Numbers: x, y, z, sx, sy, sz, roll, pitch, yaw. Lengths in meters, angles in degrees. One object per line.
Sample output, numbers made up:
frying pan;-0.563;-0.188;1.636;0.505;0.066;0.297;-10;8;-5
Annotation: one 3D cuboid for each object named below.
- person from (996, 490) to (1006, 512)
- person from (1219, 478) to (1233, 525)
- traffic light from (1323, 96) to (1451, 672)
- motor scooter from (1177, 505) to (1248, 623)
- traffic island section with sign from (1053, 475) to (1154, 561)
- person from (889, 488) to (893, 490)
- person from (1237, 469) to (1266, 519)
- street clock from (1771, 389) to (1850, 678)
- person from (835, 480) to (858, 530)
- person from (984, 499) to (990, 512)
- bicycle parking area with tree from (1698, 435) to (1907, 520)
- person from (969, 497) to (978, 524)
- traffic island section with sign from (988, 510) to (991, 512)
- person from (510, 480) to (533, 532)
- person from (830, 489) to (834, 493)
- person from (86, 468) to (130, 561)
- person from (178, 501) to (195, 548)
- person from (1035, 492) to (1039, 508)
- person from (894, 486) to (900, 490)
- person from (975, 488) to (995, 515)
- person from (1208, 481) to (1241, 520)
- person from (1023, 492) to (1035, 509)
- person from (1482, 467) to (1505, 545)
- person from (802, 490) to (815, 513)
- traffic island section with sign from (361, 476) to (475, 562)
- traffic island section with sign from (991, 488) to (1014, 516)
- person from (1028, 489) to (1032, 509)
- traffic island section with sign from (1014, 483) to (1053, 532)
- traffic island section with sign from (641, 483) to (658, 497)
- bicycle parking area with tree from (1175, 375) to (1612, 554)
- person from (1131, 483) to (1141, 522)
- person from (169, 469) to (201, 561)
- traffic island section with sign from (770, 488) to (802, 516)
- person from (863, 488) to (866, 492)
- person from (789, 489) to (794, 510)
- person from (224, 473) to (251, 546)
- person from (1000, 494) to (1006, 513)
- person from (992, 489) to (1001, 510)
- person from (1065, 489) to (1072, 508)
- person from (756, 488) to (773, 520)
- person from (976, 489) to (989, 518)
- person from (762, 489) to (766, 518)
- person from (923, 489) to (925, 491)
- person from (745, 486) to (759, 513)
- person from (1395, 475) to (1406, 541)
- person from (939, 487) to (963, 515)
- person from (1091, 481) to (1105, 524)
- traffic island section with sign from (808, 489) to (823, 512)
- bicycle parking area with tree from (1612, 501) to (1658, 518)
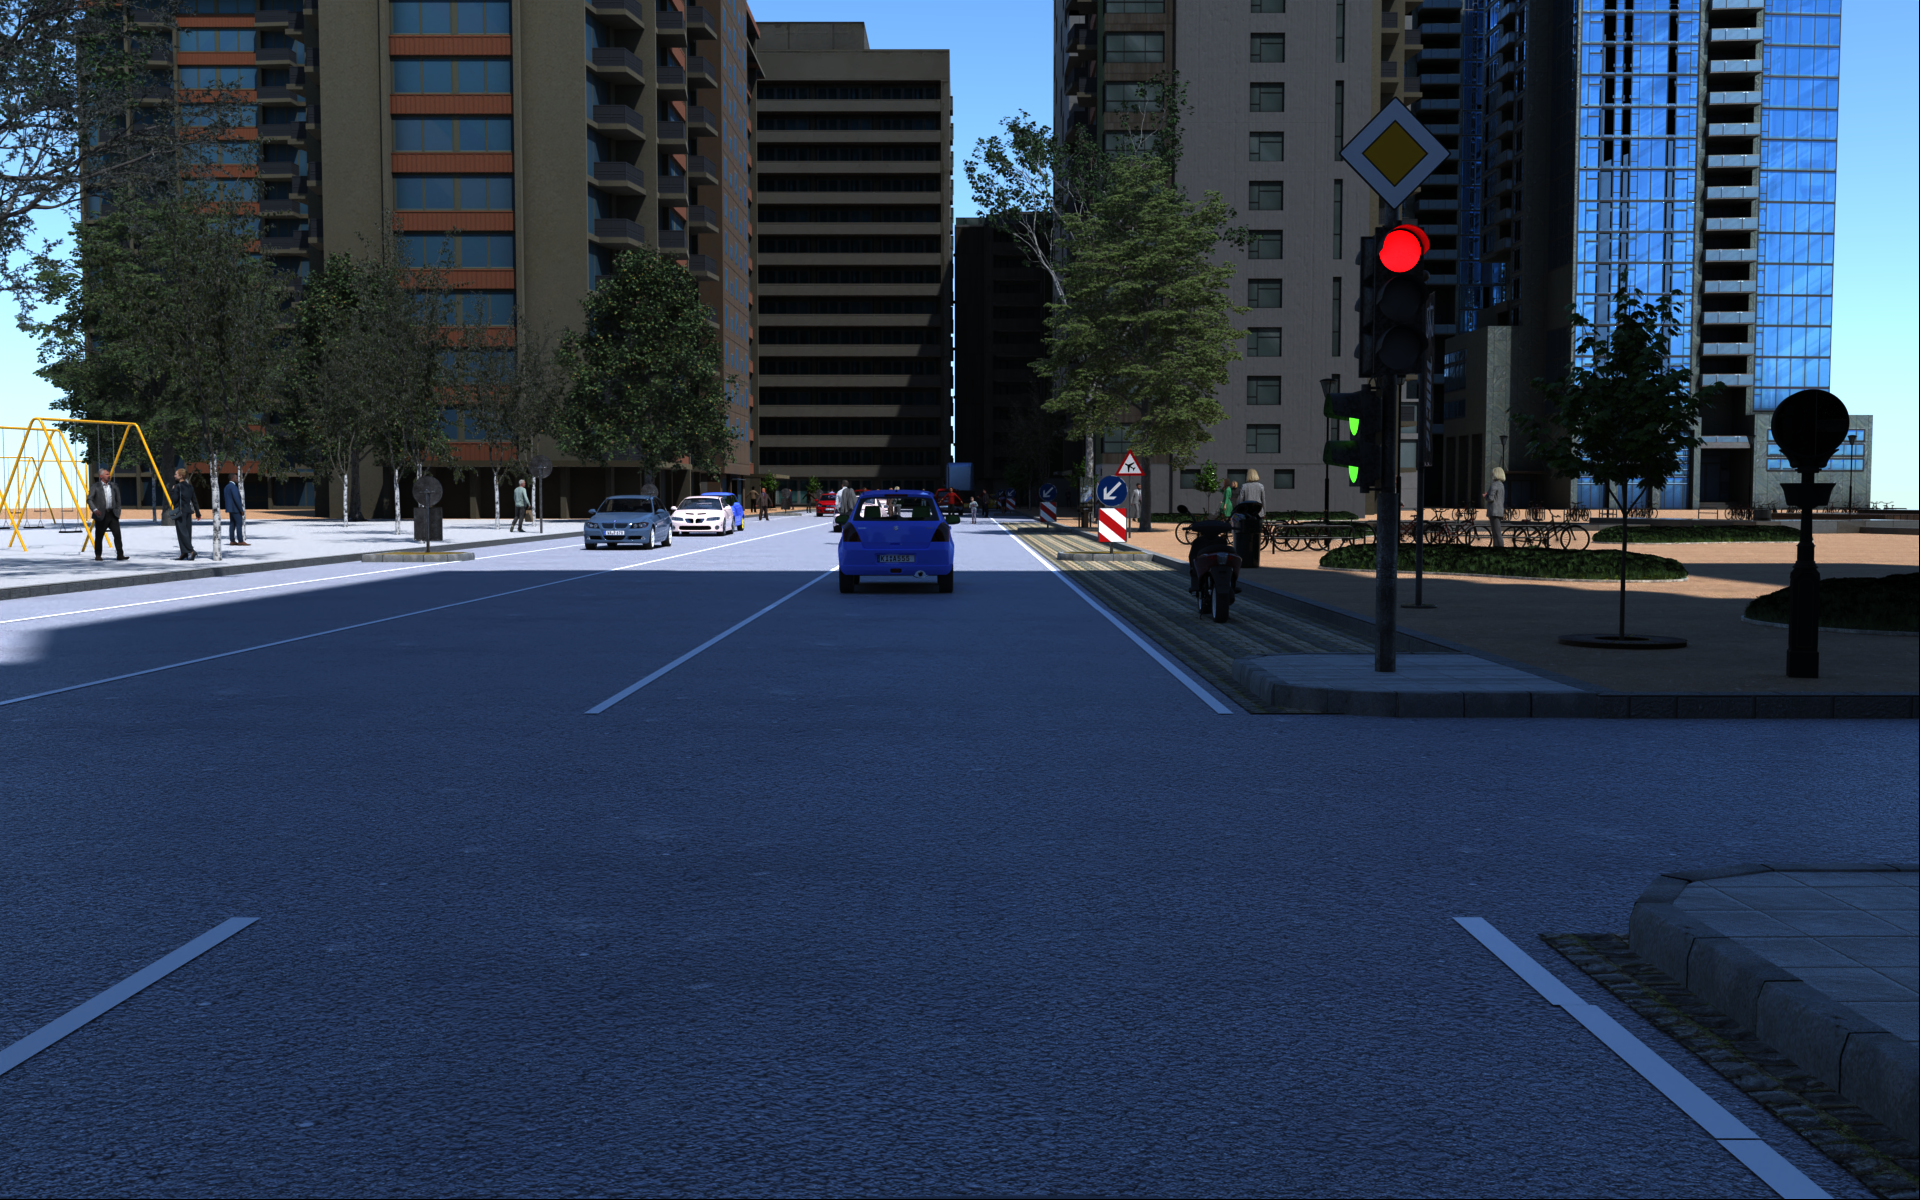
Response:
person;3.448;-7.691;135.076;1.217;1.723;0.721;0;4;7
person;8.794;-3.100;56.978;0.529;1.795;0.600;0;4;3
traffic light;3.061;-1.438;12.428;0.839;4.253;0.868;0;3;0
motor scooter;2.905;-0.432;19.842;0.815;1.314;1.986;0;4;2
traffic island section with sign;3.137;-1.777;37.690;1.989;1.847;2.006;0;3;0
person;-3.834;-5.226;94.490;0.434;1.755;0.990;1;4;19
person;5.928;-1.794;35.563;0.709;1.800;0.728;0;4;5
street clock;5.913;-0.461;12.100;0.471;2.002;0.358;1;4;20
person;-3.184;-2.469;48.969;0.679;1.850;0.850;0;4;3
person;2.069;-7.639;136.584;0.628;1.438;0.799;0;4;-6
bicycle parking area with tree;40.791;-5.927;83.916;8.231;4.147;9.016;0;4;7
person;0.661;-4.309;83.223;0.425;1.301;0.394;0;4;-5
traffic island section with sign;3.255;-8.156;141.971;1.989;1.847;2.006;0;3;0
person;-14.724;-3.160;58.190;0.782;1.767;0.515;2;4;33
person;-9.944;-7.745;134.999;0.709;1.838;0.599;0;4;6
person;-16.347;-1.639;33.246;0.834;1.777;0.661;2;4;31
person;-18.616;-2.013;41.556;0.503;1.515;0.523;-2;4;-24
person;6.982;-9.128;158.505;0.599;1.433;0.991;0;4;-5
person;-2.934;-4.485;82.017;0.526;1.800;0.537;-1;4;-16
person;1.668;-6.611;116.520;1.348;1.831;0.705;0;4;-6
person;10.447;-3.782;68.090;1.509;1.804;0.699;3;5;43
person;6.064;-8.885;152.034;1.217;1.735;0.721;-2;4;-29
person;10.258;-1.659;33.358;0.526;1.800;0.537;3;5;42
person;-11.550;-7.542;132.633;1.217;1.723;0.721;1;4;20
traffic island section with sign;-11.585;-1.754;37.300;1.989;1.847;2.006;0;3;0
traffic island section with sign;3.228;-6.494;114.812;1.989;1.847;2.006;0;3;0
person;5.892;-8.441;144.765;0.721;1.735;1.217;-1;4;-8
traffic island section with sign;3.168;-3.458;65.165;1.989;1.847;2.006;0;3;0
traffic island section with sign;-11.546;-3.402;64.255;1.989;1.847;2.006;0;3;0
bicycle parking area with tree;9.556;-3.277;40.585;9.016;4.147;8.231;0;4;8
person;8.253;-4.534;80.443;0.678;1.792;0.850;-2;4;-33
person;-14.954;-1.652;33.475;0.534;1.772;0.576;0;4;-6
traffic island section with sign;-11.503;-6.478;114.540;1.989;1.847;2.006;0;3;0
person;-5.473;-5.570;99.698;0.705;1.807;1.348;0;4;5
person;-13.914;-8.259;141.999;0.530;1.710;0.541;-1;4;-17
person;-18.064;-2.258;43.141;0.721;1.800;0.419;3;4;36
person;3.061;-6.808;123.036;0.421;1.427;0.697;-1;4;-9
person;3.224;-8.362;145.204;1.348;1.826;0.705;1;4;14
person;10.275;-9.619;163.757;0.683;1.767;0.568;0;4;1
person;-10.594;-5.182;93.784;0.990;1.755;0.434;-1;4;-23
person;1.395;-5.890;105.338;0.750;1.759;0.617;0;4;-6
person;-11.818;-5.772;103.406;0.750;1.759;0.617;1;4;18
person;-2.757;-7.502;131.245;1.350;1.814;0.705;0;4;4
person;-14.344;-6.992;120.371;1.348;1.823;0.705;1;4;17
person;11.751;-2.449;46.352;0.573;1.790;0.520;0;4;-7
person;-0.490;-5.367;96.188;1.348;1.831;0.705;1;4;13
person;6.023;-4.210;74.659;0.755;1.850;0.659;0;4;7
traffic island section with sign;-11.471;-8.148;141.844;1.989;1.847;2.006;0;3;0
bicycle parking area with tree;28.713;-5.892;83.335;9.016;4.147;8.231;-3;4;-36
